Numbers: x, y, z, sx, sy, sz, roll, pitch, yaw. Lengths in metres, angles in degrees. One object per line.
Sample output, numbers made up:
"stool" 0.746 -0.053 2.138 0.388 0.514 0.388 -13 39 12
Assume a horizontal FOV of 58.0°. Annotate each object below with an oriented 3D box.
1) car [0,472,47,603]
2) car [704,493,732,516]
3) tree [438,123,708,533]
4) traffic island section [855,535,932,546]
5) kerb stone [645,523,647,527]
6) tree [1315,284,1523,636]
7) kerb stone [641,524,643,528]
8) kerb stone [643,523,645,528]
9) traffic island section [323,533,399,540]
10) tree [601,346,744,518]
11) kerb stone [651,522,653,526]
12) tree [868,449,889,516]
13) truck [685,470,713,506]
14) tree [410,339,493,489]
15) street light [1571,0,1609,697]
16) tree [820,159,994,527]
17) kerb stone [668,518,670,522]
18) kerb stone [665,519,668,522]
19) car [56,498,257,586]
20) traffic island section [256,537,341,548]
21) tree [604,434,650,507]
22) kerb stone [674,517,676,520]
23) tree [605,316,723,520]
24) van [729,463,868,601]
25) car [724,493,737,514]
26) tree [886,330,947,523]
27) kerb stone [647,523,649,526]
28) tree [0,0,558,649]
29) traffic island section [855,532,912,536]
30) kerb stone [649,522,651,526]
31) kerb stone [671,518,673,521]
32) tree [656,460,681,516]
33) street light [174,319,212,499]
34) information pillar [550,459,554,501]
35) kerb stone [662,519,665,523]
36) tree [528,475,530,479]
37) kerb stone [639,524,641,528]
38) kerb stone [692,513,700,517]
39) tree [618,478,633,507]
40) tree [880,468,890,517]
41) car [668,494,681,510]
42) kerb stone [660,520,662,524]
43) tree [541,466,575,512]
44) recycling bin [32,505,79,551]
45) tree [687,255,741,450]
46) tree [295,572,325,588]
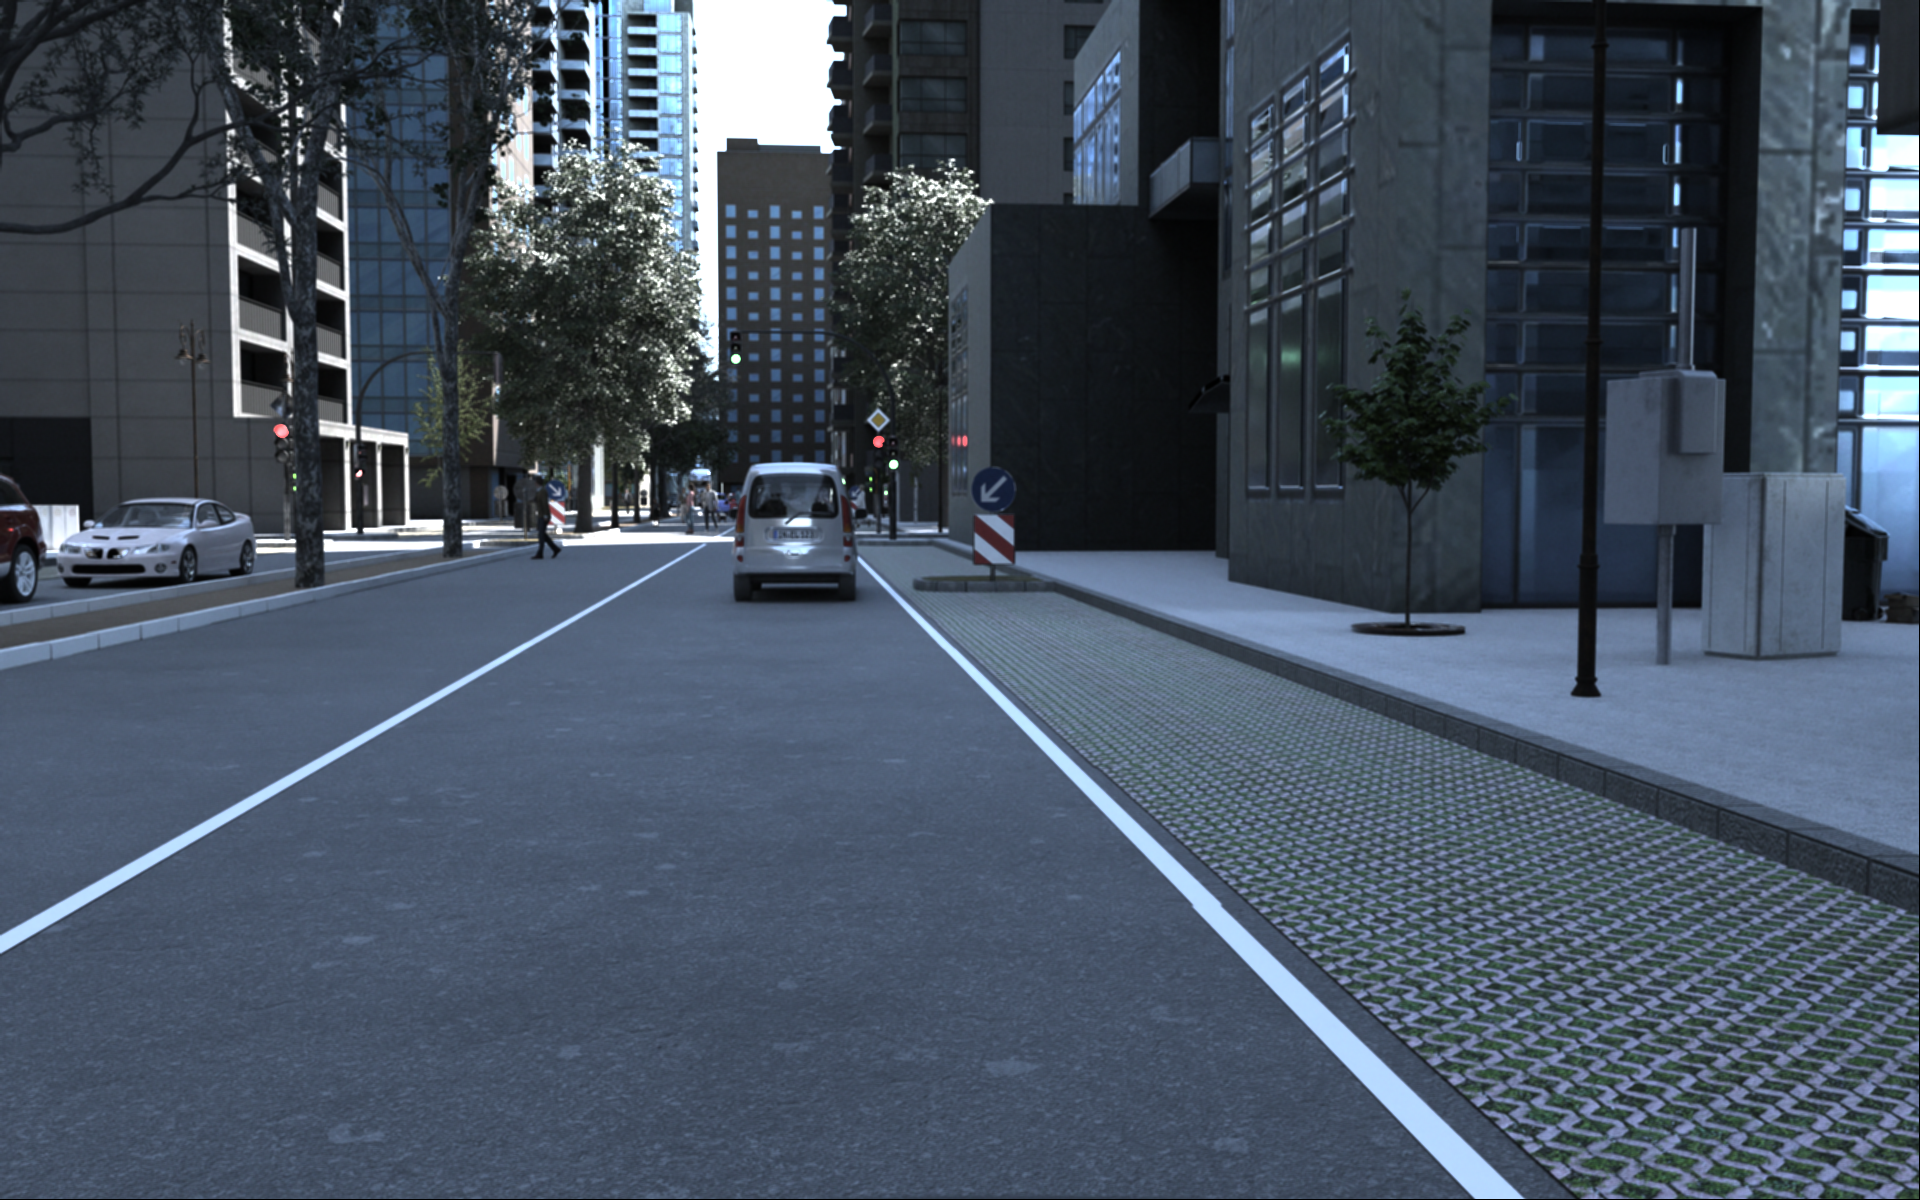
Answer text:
"car" -13.148 -0.764 21.170 2.281 1.827 5.304 0 4 -5
"car" -16.041 -6.408 114.358 1.945 1.707 3.694 0 4 -6
"tree" -13.237 -9.259 60.489 9.857 13.997 8.962 0 3 0
"traffic island section" -1.874 -1.619 48.755 2.009 0.180 2.903 0 4 -5
"kerb stone" -13.614 -3.183 74.238 0.120 0.150 1.000 0 4 -5
"tree" 4.152 -1.319 16.172 1.663 3.219 1.824 0 3 0
"kerb stone" -13.420 -3.049 72.187 0.120 0.150 1.000 0 4 -5
"kerb stone" -13.519 -3.120 73.214 0.120 0.150 1.000 0 4 -5
"traffic island section" -19.105 -2.009 55.131 2.009 0.180 2.903 0 4 -5
"tree" -17.921 -11.318 104.510 9.611 12.733 9.660 0 3 0
"kerb stone" -13.903 -3.371 77.306 0.120 0.150 1.000 0 4 -5
"tree" -3.712 -7.181 101.129 4.285 4.588 4.351 0 3 0
"truck" -29.501 -12.692 197.264 2.967 4.110 18.799 0 4 -7
"tree" -24.467 -8.113 83.013 4.737 8.622 4.395 0 3 0
"street light" 3.983 -2.328 10.844 0.468 5.910 1.993 0 4 -5
"tree" -0.448 -9.770 66.394 9.857 13.997 8.962 0 3 0
"kerb stone" -14.888 -3.995 87.521 0.120 0.150 1.000 0 4 -5
"kerb stone" -14.790 -3.930 86.498 0.120 0.150 1.000 0 4 -5
"car" -13.105 -0.988 28.508 2.083 1.381 4.827 0 4 -5
"traffic island section" -18.340 -1.523 47.182 2.009 0.180 2.903 0 4 -5
"tree" -32.352 -15.215 166.892 7.486 12.596 7.792 0 3 0
"kerb stone" -15.275 -4.241 91.616 0.120 0.150 1.000 0 4 -5
"tree" -16.760 -10.186 94.758 9.928 11.665 9.643 0 3 0
"van" -2.311 -1.078 24.633 2.013 2.044 4.112 0 4 -4
"car" -16.027 -7.061 124.483 2.155 1.783 4.494 0 4 -7
"tree" -1.720 -7.657 75.559 4.737 8.622 4.395 0 3 0
"kerb stone" -13.710 -3.245 75.256 0.120 0.150 1.000 0 4 -5
"tree" -8.741 -6.226 14.624 12.009 13.543 11.850 0 3 0
"traffic island section" -2.639 -2.105 56.703 2.009 0.180 2.903 0 4 -5
"kerb stone" -13.816 -3.308 76.278 0.120 0.150 1.000 0 4 -5
"kerb stone" -15.081 -4.120 89.559 0.120 0.150 1.000 0 4 -5
"tree" -18.483 -9.815 113.290 4.360 8.622 3.978 0 3 0
"street light" -20.258 -4.469 45.862 0.468 5.910 1.993 0 4 -5
"information pillar" -25.832 -7.233 109.617 0.183 3.616 0.504 0 4 7
"kerb stone" -14.602 -3.808 84.451 0.120 0.150 1.000 0 4 -5
"tree" -27.142 -9.445 104.789 4.737 8.622 4.395 0 3 0
"kerb stone" -13.321 -2.995 71.156 0.120 0.150 1.000 0 4 -5
"kerb stone" -17.536 -5.674 115.102 0.120 0.150 1.000 0 4 -5
"tree" -33.616 -10.951 173.655 1.663 3.219 1.824 0 3 0
"tree" -3.922 -6.289 97.423 1.663 3.219 1.824 0 3 0
"car" -25.506 -8.914 155.523 2.009 1.686 4.222 0 4 -6
"kerb stone" -14.400 -3.683 82.407 0.120 0.150 1.000 0 4 -5
"tree" -28.637 -7.913 123.975 1.663 3.219 1.824 0 3 0
"recycling bin" -20.589 -1.644 39.427 0.722 1.027 0.722 2 4 29
"tree" -14.299 -9.703 71.464 12.009 13.543 11.850 0 3 0
"tree" -11.236 -10.292 26.626 12.611 20.169 13.585 0 3 0
